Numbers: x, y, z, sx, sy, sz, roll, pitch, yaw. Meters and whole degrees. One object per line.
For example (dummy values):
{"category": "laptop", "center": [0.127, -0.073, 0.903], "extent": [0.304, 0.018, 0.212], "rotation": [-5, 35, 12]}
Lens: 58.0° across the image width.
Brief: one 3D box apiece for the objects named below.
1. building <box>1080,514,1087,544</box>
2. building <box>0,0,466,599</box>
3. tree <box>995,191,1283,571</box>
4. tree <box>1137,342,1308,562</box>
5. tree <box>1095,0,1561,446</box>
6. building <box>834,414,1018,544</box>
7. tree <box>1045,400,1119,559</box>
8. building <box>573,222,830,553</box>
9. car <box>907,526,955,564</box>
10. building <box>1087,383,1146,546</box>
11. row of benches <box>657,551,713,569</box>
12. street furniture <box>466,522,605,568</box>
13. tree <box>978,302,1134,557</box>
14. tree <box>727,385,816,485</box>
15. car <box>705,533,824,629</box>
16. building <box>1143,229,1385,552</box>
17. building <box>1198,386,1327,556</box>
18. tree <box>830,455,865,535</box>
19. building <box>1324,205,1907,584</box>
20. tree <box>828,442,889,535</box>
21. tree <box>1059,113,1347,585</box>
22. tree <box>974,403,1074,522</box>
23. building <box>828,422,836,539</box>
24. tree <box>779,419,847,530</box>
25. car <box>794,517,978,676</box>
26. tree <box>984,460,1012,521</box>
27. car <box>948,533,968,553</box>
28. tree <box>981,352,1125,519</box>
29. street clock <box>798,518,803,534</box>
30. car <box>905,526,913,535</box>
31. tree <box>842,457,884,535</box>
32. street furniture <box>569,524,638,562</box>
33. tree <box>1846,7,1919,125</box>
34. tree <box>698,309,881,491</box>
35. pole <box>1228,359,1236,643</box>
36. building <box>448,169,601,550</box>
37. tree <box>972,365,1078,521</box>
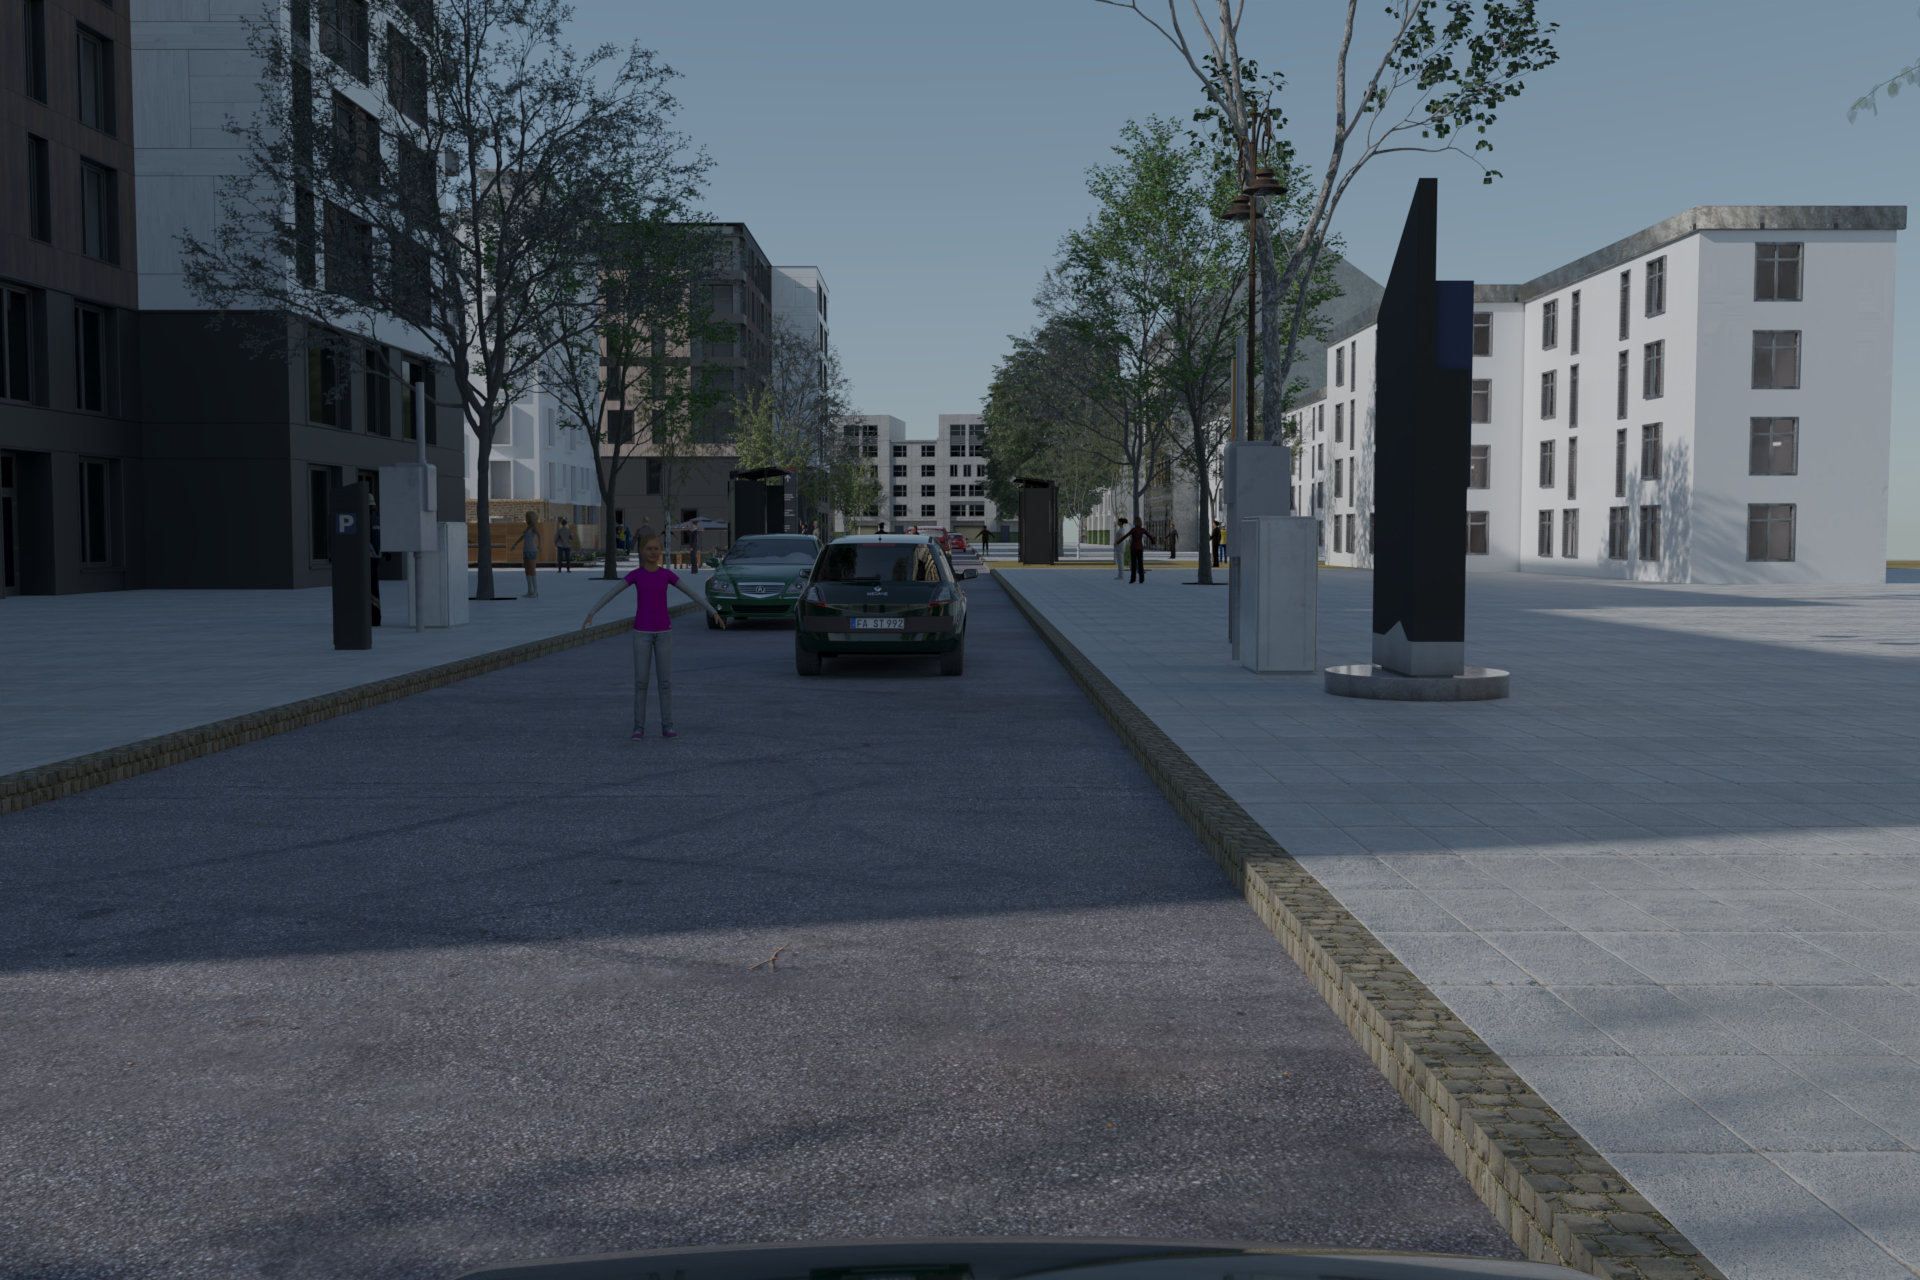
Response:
{"category": "building", "center": [26.095, -24.629, 233.607], "extent": [19.493, 23.208, 18.063], "rotation": [0, 4, 0]}
{"category": "building", "center": [-29.323, -11.818, 37.205], "extent": [27.936, 21.610, 32.646], "rotation": [0, 3, 0]}
{"category": "tree", "center": [6.249, -9.170, 60.294], "extent": [12.009, 13.543, 11.850], "rotation": [0, 3, 0]}
{"category": "tree", "center": [11.758, -8.863, 79.320], "extent": [8.767, 10.594, 7.601], "rotation": [1, 4, 14]}
{"category": "tree", "center": [6.134, -10.620, 29.534], "extent": [12.611, 20.169, 13.585], "rotation": [0, 3, 0]}
{"category": "building", "center": [-2.172, -24.035, 261.882], "extent": [31.486, 18.905, 16.747], "rotation": [0, 4, 7]}
{"category": "tree", "center": [6.025, -8.444, 88.415], "extent": [4.360, 8.622, 3.978], "rotation": [0, 3, 0]}
{"category": "building", "center": [-24.808, -17.493, 129.987], "extent": [27.936, 21.610, 32.646], "rotation": [0, 4, 0]}
{"category": "car", "center": [-1.399, -4.444, 81.339], "extent": [2.281, 1.827, 5.304], "rotation": [0, 4, 0]}
{"category": "building", "center": [24.943, -20.858, 207.480], "extent": [16.747, 18.905, 31.486], "rotation": [0, 4, 0]}
{"category": "row of benches", "center": [-10.410, -2.991, 64.369], "extent": [1.422, 0.672, 4.104], "rotation": [1, 4, 20]}
{"category": "street furniture", "center": [-16.779, -3.800, 68.990], "extent": [9.812, 1.723, 11.010], "rotation": [0, 4, -7]}
{"category": "tree", "center": [5.487, -11.626, 96.744], "extent": [9.857, 13.997, 8.962], "rotation": [0, 3, 0]}
{"category": "tree", "center": [-9.523, -8.245, 85.169], "extent": [4.737, 8.622, 4.395], "rotation": [0, 3, 0]}
{"category": "car", "center": [-2.909, -0.973, 27.700], "extent": [2.131, 1.459, 4.920], "rotation": [0, 4, 0]}
{"category": "building", "center": [24.586, -18.555, 134.299], "extent": [19.493, 23.208, 18.063], "rotation": [0, 4, 0]}
{"category": "building", "center": [21.626, -10.356, 111.463], "extent": [9.099, 9.664, 28.070], "rotation": [0, 4, 0]}
{"category": "tree", "center": [-10.091, -12.298, 151.429], "extent": [4.737, 8.622, 4.395], "rotation": [0, 3, 0]}
{"category": "building", "center": [19.655, -7.114, 58.465], "extent": [9.099, 9.664, 28.070], "rotation": [0, 4, 0]}
{"category": "tree", "center": [-10.303, -14.159, 165.919], "extent": [7.601, 10.594, 8.767], "rotation": [0, 4, -4]}
{"category": "tree", "center": [6.062, -7.205, 43.559], "extent": [9.928, 11.665, 9.643], "rotation": [0, 3, 0]}
{"category": "tree", "center": [5.844, -14.541, 144.405], "extent": [9.857, 13.997, 8.962], "rotation": [0, 3, 0]}
{"category": "building", "center": [-27.071, -24.712, 234.964], "extent": [19.493, 23.208, 18.063], "rotation": [0, 4, 1]}
{"category": "tree", "center": [-9.416, -9.652, 108.169], "extent": [4.737, 8.622, 4.395], "rotation": [0, 3, 0]}
{"category": "car", "center": [-0.802, -0.559, 18.924], "extent": [2.009, 1.686, 4.222], "rotation": [0, 4, 0]}
{"category": "tree", "center": [5.794, -15.382, 169.628], "extent": [7.486, 12.596, 7.792], "rotation": [0, 3, 0]}
{"category": "car", "center": [-0.411, -7.731, 135.437], "extent": [2.155, 1.783, 4.494], "rotation": [0, 3, 0]}
{"category": "tree", "center": [5.953, -12.295, 107.671], "extent": [9.857, 13.997, 8.962], "rotation": [0, 3, 0]}
{"category": "street clock", "center": [-7.185, -4.436, 77.103], "extent": [0.358, 2.002, 0.471], "rotation": [0, 4, 0]}
{"category": "car", "center": [-1.950, -4.847, 87.915], "extent": [2.281, 1.827, 5.304], "rotation": [0, 4, -1]}
{"category": "tree", "center": [-9.120, -12.724, 158.402], "extent": [4.737, 8.622, 4.395], "rotation": [0, 3, 0]}
{"category": "street furniture", "center": [-18.478, -4.551, 81.259], "extent": [9.812, 1.723, 11.010], "rotation": [1, 4, 12]}
{"category": "tree", "center": [5.662, -3.587, 9.017], "extent": [4.360, 8.622, 3.978], "rotation": [0, 3, 0]}
{"category": "tree", "center": [-9.526, -11.334, 95.685], "extent": [12.009, 13.543, 11.850], "rotation": [0, 3, 0]}
{"category": "pole", "center": [3.249, -1.618, 20.292], "extent": [0.158, 3.312, 0.155], "rotation": [0, 3, 0]}
{"category": "building", "center": [-26.560, -14.355, 91.128], "extent": [16.016, 20.090, 11.380], "rotation": [0, 3, 0]}
{"category": "tree", "center": [5.791, -13.370, 125.255], "extent": [9.857, 13.997, 8.962], "rotation": [0, 3, 0]}
